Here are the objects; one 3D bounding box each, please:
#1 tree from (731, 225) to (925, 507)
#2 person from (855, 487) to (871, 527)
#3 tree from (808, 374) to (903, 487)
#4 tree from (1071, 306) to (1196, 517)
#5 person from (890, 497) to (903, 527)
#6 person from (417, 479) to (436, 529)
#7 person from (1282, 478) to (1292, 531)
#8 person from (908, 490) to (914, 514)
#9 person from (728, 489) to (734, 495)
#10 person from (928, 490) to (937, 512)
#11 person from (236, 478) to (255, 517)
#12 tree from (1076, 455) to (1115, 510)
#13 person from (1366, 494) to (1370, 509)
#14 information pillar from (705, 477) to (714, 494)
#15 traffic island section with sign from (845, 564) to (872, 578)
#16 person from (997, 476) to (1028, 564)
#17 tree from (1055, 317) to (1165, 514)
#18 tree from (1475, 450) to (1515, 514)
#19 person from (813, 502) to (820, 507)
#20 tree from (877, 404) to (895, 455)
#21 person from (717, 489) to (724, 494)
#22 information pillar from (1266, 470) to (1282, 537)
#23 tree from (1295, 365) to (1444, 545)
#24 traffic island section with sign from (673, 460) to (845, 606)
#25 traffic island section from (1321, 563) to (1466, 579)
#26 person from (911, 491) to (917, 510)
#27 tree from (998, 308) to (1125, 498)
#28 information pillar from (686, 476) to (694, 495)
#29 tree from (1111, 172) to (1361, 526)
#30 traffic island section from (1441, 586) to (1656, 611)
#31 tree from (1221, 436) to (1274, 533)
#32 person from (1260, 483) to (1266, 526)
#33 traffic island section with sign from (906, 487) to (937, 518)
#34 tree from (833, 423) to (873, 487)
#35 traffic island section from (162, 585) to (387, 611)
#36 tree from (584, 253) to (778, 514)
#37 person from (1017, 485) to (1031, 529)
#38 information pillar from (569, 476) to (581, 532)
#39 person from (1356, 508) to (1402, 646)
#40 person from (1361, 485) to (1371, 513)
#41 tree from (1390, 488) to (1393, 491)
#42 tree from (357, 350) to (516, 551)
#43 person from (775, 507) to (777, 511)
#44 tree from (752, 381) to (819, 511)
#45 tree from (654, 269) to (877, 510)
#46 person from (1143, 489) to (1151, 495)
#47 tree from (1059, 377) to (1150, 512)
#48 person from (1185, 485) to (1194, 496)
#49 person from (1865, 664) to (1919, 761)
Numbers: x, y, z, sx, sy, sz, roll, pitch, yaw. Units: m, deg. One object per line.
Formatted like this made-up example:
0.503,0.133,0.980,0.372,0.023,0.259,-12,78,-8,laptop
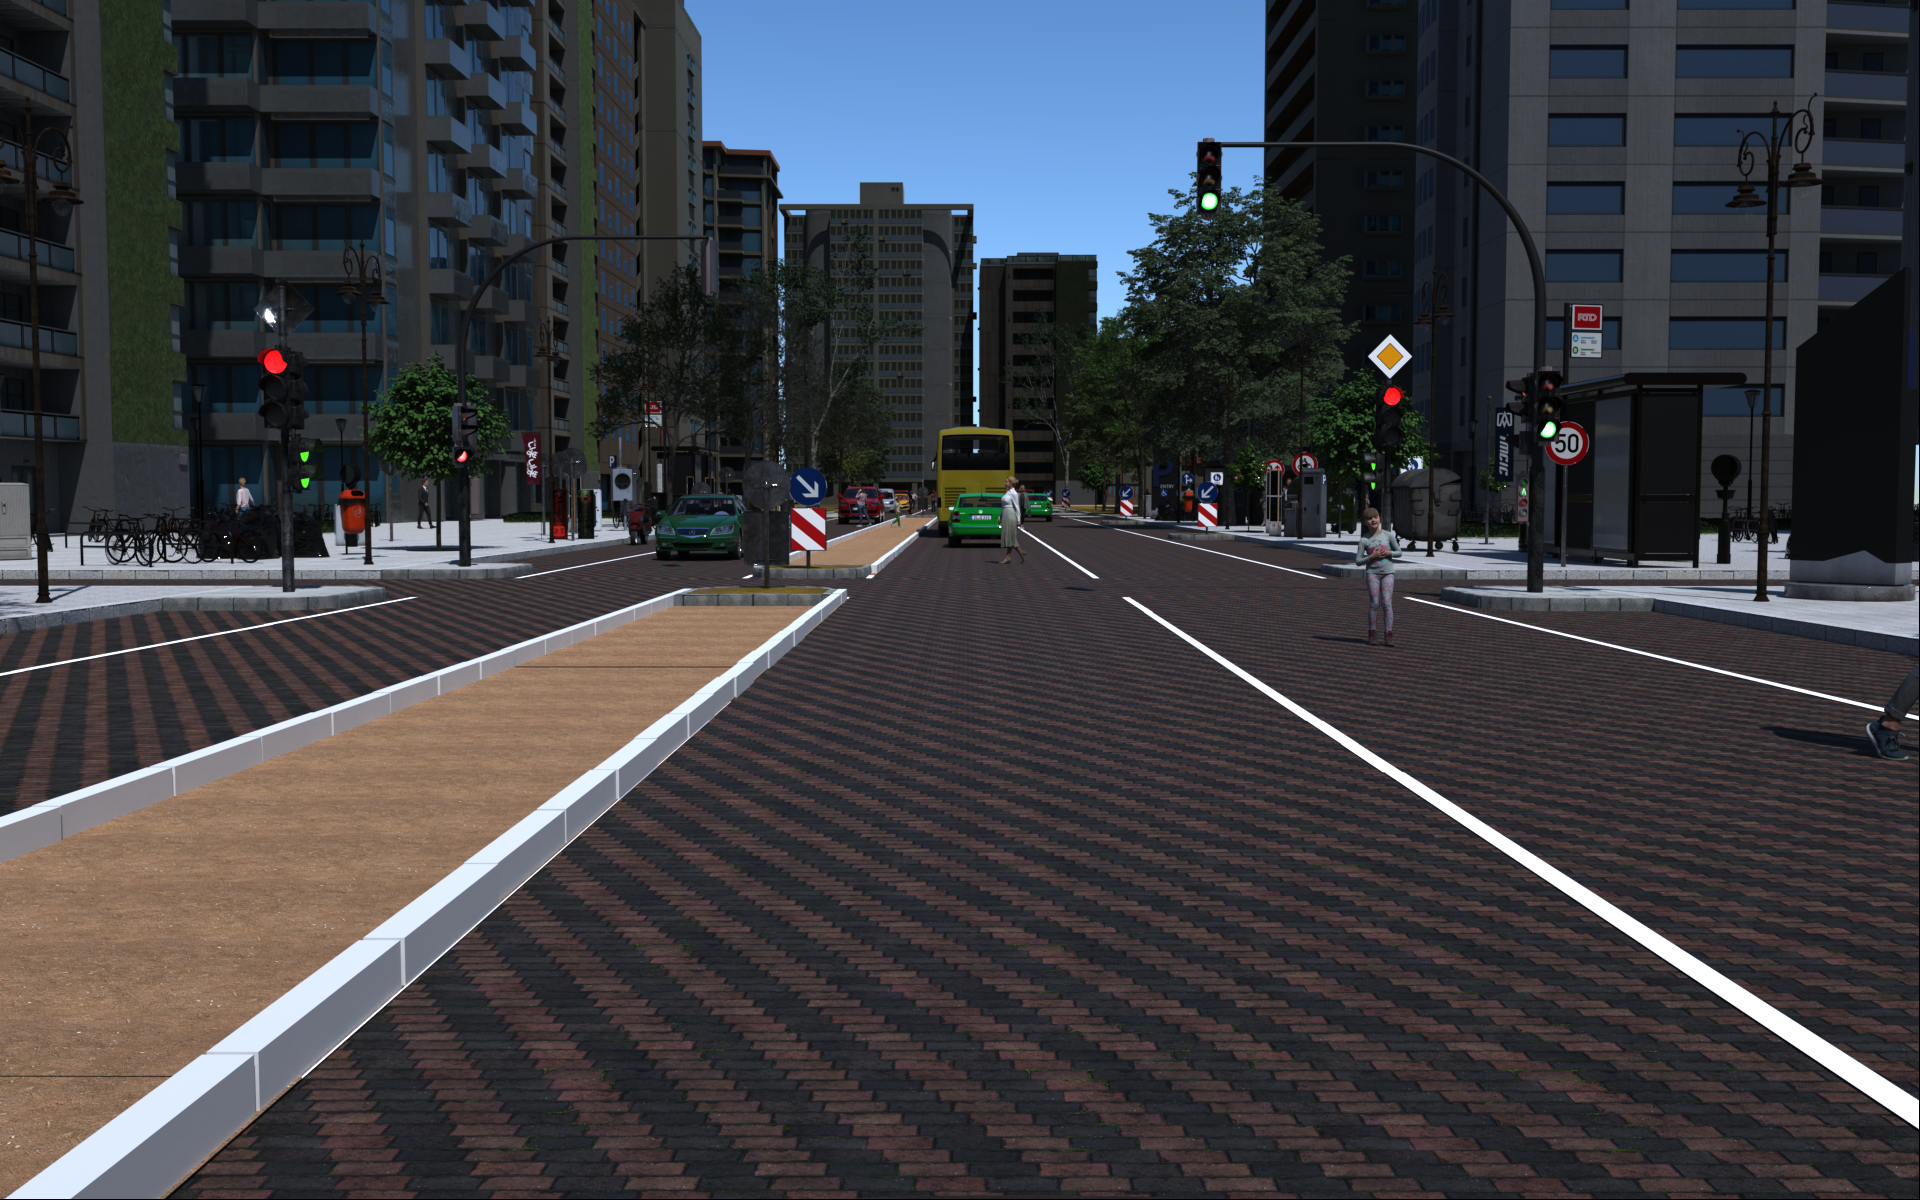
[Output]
-9.222,-16.238,121.379,12.611,20.169,13.585,0,3,0,tree
-4.224,-4.091,75.972,0.643,1.750,0.593,2,4,34,person
-11.106,-16.671,179.221,9.857,13.997,8.962,0,3,0,tree
9.981,-10.469,96.918,9.928,11.665,9.643,0,3,0,tree
-2.717,-3.754,74.128,0.590,1.304,0.306,-2,4,-23,person
-19.740,-3.561,64.036,0.755,1.850,0.659,1,4,17,person
11.439,-3.317,60.379,0.850,1.850,0.679,-3,5,-42,person
-3.457,-7.000,123.770,0.721,1.723,1.217,0,4,5,person
-23.048,-10.209,172.972,1.348,1.822,0.705,0,4,2,person
-2.155,-7.848,137.531,1.217,1.743,0.721,-3,4,-36,person
-20.151,-2.595,49.141,0.598,1.740,0.731,0,4,0,person
10.953,-9.536,139.622,4.285,4.588,4.351,0,3,0,tree
20.564,-4.737,87.773,0.475,1.303,0.640,3,4,39,person
-11.064,-4.412,76.620,0.304,2.012,0.304,2,4,25,information pillar
-2.595,-1.357,30.326,2.006,1.907,1.989,0,4,0,traffic island section with sign
1.084,-1.644,35.610,0.641,1.798,0.478,-1,4,-13,person
9.992,-11.810,111.228,7.486,12.596,7.792,0,3,0,tree
23.386,-4.950,75.539,1.663,3.219,1.824,0,3,0,tree
-7.421,-5.012,90.460,0.620,1.820,0.660,0,4,8,person
-10.646,-14.757,151.651,12.009,13.543,11.850,0,3,0,tree
-25.011,-10.701,181.086,1.350,1.814,0.705,-2,4,-34,person
9.542,-2.929,52.378,0.304,2.012,0.304,2,4,28,information pillar
10.181,-3.689,44.024,4.285,4.588,4.351,0,3,0,tree
-2.636,-0.904,22.919,2.006,1.907,1.989,0,4,0,traffic island section with sign
7.556,-0.510,30.621,2.009,0.180,2.903,0,4,0,traffic island section
-4.324,-9.167,159.314,0.756,1.711,0.436,2,4,30,person
10.283,-19.599,176.334,12.611,20.169,13.585,0,3,0,tree
-11.282,-4.152,72.377,0.304,2.012,0.304,-1,4,-16,information pillar
10.910,-9.948,69.311,9.857,13.997,8.962,0,3,0,tree
7.521,-0.022,22.636,2.009,0.180,2.903,0,4,0,traffic island section
9.580,-3.890,58.210,1.663,3.219,1.824,0,3,0,tree
12.034,-3.817,68.730,0.573,1.790,0.520,-2,4,-25,person
-2.278,-5.953,105.464,2.006,1.907,1.989,0,4,0,traffic island section with sign
-10.792,-13.435,170.021,4.737,8.622,4.395,0,3,0,tree
-8.820,-0.026,22.712,2.009,0.180,2.903,0,4,0,traffic island section
-11.050,-8.107,66.958,7.601,10.594,8.767,1,4,17,tree
2.614,-3.808,70.945,0.709,1.800,0.728,0,4,-6,person
-12.980,-3.298,58.421,0.304,2.012,0.304,3,5,40,information pillar
3.984,-0.222,16.411,0.425,1.301,0.394,-1,4,-8,person
21.553,-5.209,91.613,0.661,1.777,0.834,-2,4,-33,person
23.318,-5.876,90.681,1.663,3.219,1.824,0,3,0,tree
-11.797,-3.397,39.256,4.285,4.588,4.351,0,3,0,tree
-13.257,-7.276,125.822,1.217,1.723,0.721,0,4,-3,person
-10.887,-9.491,105.544,4.360,8.622,3.978,0,3,0,tree
-11.633,-11.274,94.692,12.009,13.543,11.850,0,3,0,tree
18.383,-10.014,169.779,1.348,1.823,0.705,-2,4,-28,person
10.704,-11.655,124.977,7.601,10.594,8.767,-2,4,-26,tree
12.770,-5.519,96.453,0.511,1.800,0.466,1,4,11,person
5.332,-0.058,9.318,0.748,1.841,0.638,2,4,35,person
